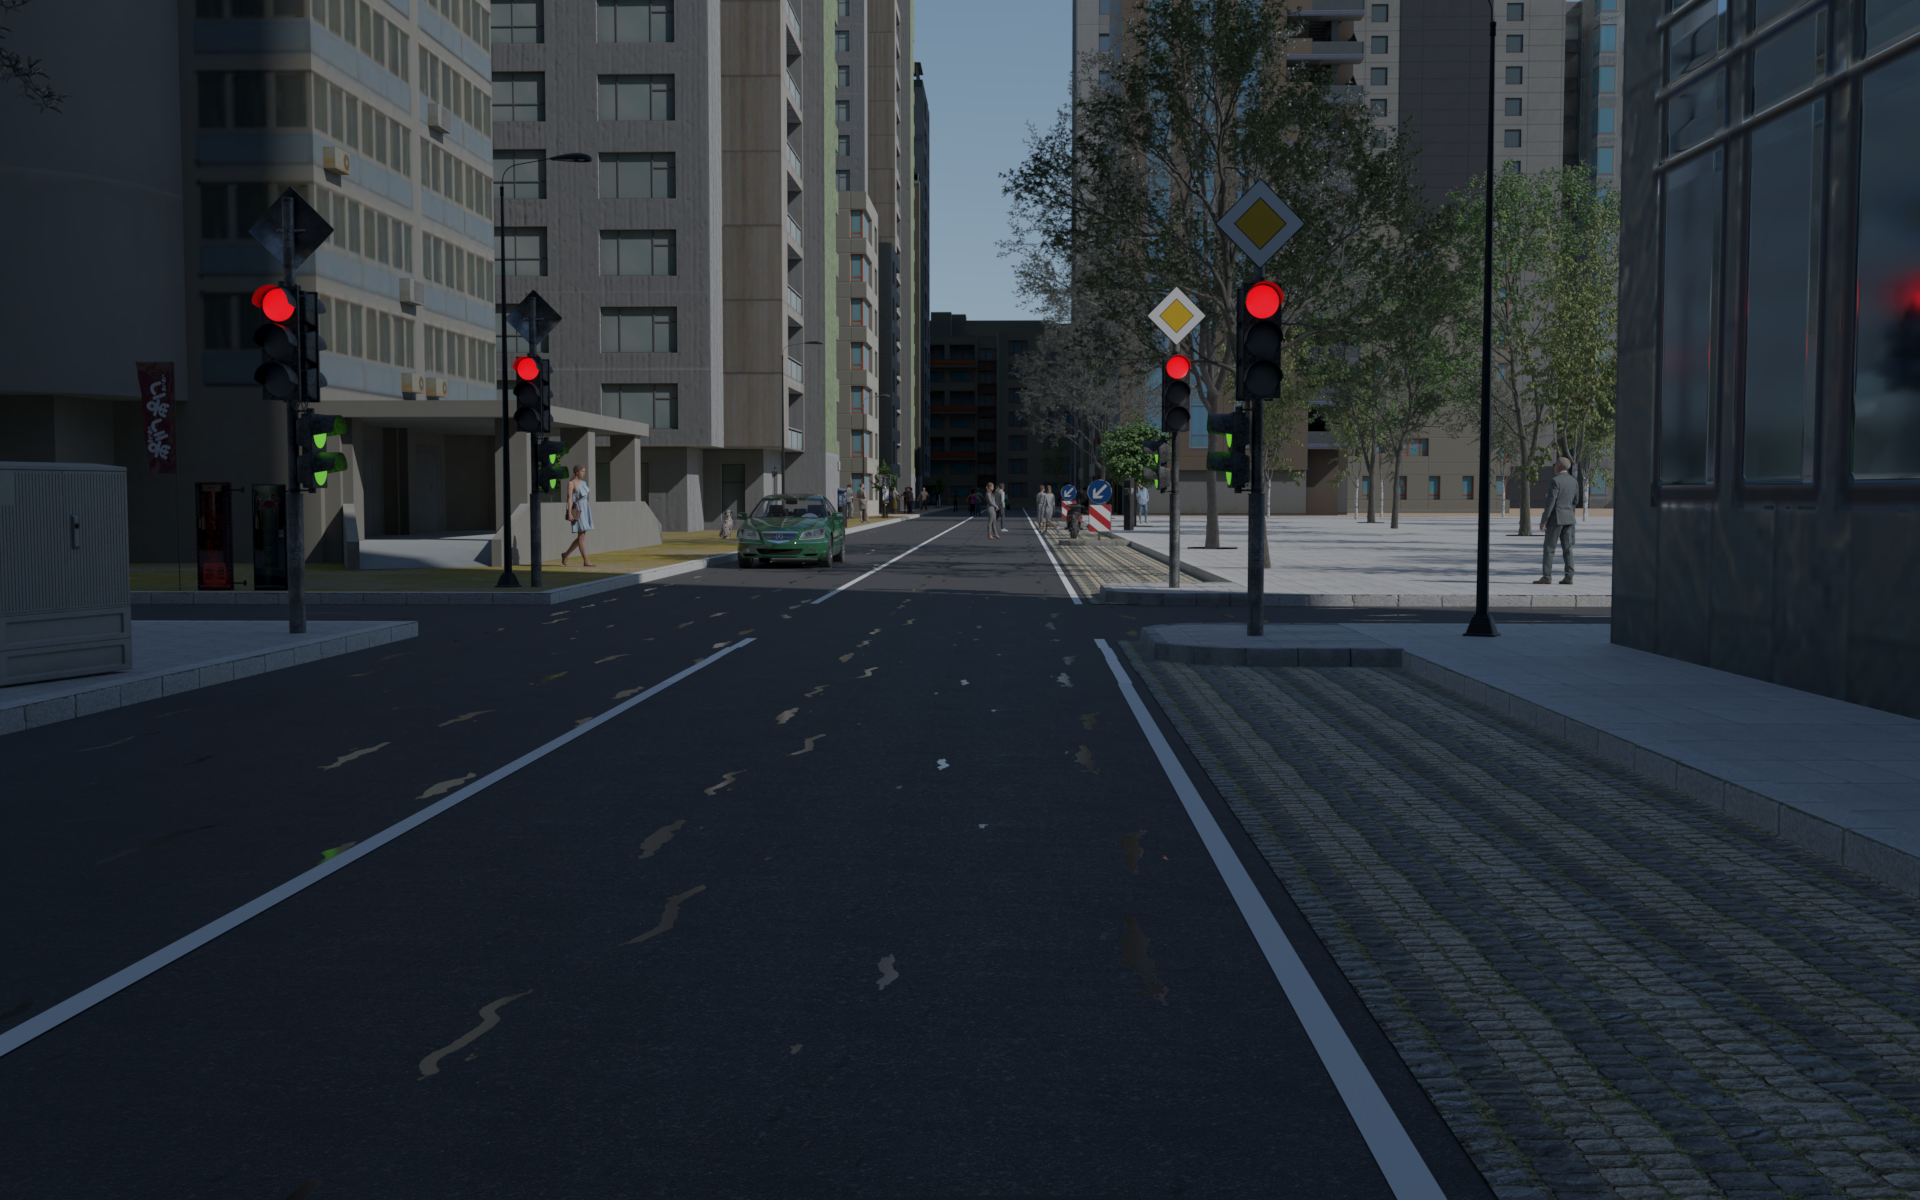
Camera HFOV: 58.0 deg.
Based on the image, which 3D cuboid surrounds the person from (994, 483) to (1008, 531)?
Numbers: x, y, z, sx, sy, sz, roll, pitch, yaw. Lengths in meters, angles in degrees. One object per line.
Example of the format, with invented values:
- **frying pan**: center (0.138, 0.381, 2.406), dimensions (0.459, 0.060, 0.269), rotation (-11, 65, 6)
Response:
- **person**: center (1.467, -3.564, 66.609), dimensions (0.795, 1.843, 0.661), rotation (-2, 4, -30)

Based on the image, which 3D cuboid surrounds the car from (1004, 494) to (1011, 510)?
- **car**: center (3.737, -9.276, 160.455), dimensions (1.959, 1.807, 4.718), rotation (0, 4, 1)

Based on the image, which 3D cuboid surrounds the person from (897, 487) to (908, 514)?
- **person**: center (-3.586, -6.559, 113.804), dimensions (1.217, 1.766, 0.721), rotation (2, 4, 33)

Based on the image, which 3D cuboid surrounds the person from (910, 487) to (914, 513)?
- **person**: center (-3.248, -6.828, 118.406), dimensions (0.721, 1.743, 1.217), rotation (0, 4, -6)

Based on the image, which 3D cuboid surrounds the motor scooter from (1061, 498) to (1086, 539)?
- **motor scooter**: center (3.637, -2.605, 55.366), dimensions (0.815, 1.314, 1.986), rotation (0, 4, 2)

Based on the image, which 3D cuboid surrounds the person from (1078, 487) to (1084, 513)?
- **person**: center (8.001, -6.617, 115.026), dimensions (0.445, 1.727, 0.742), rotation (-3, 5, -41)

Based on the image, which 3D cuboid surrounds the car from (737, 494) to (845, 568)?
- **car**: center (-3.382, -1.435, 35.253), dimensions (2.131, 1.459, 4.920), rotation (0, 4, 1)

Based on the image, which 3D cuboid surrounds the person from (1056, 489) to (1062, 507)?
- **person**: center (9.769, -9.995, 169.993), dimensions (0.617, 1.759, 0.750), rotation (0, 4, -8)

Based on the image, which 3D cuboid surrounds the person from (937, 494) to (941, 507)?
- **person**: center (-2.272, -10.340, 178.235), dimensions (0.621, 1.740, 0.551), rotation (-1, 4, -10)

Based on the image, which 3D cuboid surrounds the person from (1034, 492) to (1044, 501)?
- **person**: center (5.417, -6.346, 113.077), dimensions (1.217, 1.723, 0.721), rotation (0, 4, 1)

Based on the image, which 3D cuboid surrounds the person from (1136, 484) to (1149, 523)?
- **person**: center (7.973, -4.239, 75.622), dimensions (0.793, 1.790, 0.793), rotation (-3, 5, -42)

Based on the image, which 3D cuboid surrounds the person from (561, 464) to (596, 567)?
- **person**: center (-6.759, -1.490, 30.493), dimensions (0.778, 1.811, 0.616), rotation (2, 4, 26)

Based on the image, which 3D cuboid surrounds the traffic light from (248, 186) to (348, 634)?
- **traffic light**: center (-6.096, -1.648, 15.868), dimensions (0.839, 4.253, 0.868), rotation (0, 4, 2)

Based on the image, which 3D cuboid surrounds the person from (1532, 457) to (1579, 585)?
- **person**: center (8.476, -1.129, 24.674), dimensions (0.661, 1.801, 0.590), rotation (-2, 4, -31)

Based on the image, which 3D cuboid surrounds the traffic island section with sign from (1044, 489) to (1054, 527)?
- **traffic island section with sign**: center (4.596, -4.077, 75.291), dimensions (1.989, 1.847, 2.006), rotation (0, 4, 2)

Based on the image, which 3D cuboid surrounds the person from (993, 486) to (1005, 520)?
- **person**: center (2.116, -5.346, 95.266), dimensions (0.648, 1.900, 0.474), rotation (2, 4, 35)

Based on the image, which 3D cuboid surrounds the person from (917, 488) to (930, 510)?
- **person**: center (-2.870, -7.902, 135.788), dimensions (0.990, 1.755, 0.434), rotation (-1, 4, -9)

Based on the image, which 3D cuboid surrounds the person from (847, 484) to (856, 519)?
- **person**: center (-5.665, -5.109, 89.768), dimensions (0.583, 1.804, 0.606), rotation (1, 4, 16)

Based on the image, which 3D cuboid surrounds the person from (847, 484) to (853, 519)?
- **person**: center (-5.751, -5.022, 88.333), dimensions (0.592, 1.802, 0.473), rotation (0, 4, -8)

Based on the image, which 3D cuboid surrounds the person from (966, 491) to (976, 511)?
- **person**: center (0.907, -8.242, 144.086), dimensions (0.721, 1.723, 1.217), rotation (3, 5, 41)

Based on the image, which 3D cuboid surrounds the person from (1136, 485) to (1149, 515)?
- **person**: center (10.419, -5.849, 101.690), dimensions (1.348, 1.823, 0.705), rotation (1, 4, 12)

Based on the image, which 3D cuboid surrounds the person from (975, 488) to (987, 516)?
- **person**: center (1.232, -6.520, 115.181), dimensions (1.350, 1.814, 0.705), rotation (3, 4, 37)

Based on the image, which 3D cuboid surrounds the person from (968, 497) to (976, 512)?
- **person**: center (1.035, -8.088, 141.417), dimensions (1.217, 1.739, 0.721), rotation (-3, 5, -44)

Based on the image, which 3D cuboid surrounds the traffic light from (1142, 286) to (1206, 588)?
- **traffic light**: center (2.914, -2.120, 23.589), dimensions (0.839, 4.253, 0.868), rotation (0, 4, 2)

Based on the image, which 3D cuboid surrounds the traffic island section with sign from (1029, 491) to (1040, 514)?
- **traffic island section with sign**: center (6.181, -7.143, 125.421), dimensions (1.989, 1.847, 2.006), rotation (0, 4, 2)

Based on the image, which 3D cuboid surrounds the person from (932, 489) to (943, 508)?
- **person**: center (-2.130, -9.476, 161.801), dimensions (1.217, 1.723, 0.721), rotation (1, 4, 18)

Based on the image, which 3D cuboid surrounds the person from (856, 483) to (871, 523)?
- **person**: center (-4.303, -4.326, 77.120), dimensions (0.599, 1.781, 0.374), rotation (2, 4, 31)

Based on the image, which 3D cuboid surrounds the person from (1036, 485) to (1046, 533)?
- **person**: center (3.106, -3.380, 64.331), dimensions (0.480, 1.755, 0.524), rotation (2, 4, 29)

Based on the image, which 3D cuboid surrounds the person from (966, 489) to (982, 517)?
- **person**: center (0.863, -6.099, 108.905), dimensions (1.217, 1.739, 0.721), rotation (3, 5, 40)

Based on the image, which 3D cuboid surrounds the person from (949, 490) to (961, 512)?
- **person**: center (-0.404, -7.909, 138.525), dimensions (1.217, 1.735, 0.721), rotation (-2, 4, -34)

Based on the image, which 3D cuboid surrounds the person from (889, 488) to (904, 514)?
- **person**: center (-4.115, -6.302, 109.807), dimensions (1.217, 1.736, 0.721), rotation (2, 4, 31)

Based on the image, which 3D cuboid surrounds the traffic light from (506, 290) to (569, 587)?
- **traffic light**: center (-5.844, -2.136, 23.849), dimensions (0.839, 4.253, 0.868), rotation (0, 4, 2)

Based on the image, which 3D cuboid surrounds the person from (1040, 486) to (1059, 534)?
- **person**: center (3.197, -3.194, 61.470), dimensions (0.760, 1.731, 0.466), rotation (1, 4, 22)

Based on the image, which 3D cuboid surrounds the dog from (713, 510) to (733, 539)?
- **dog**: center (-6.858, -2.176, 49.950), dimensions (0.800, 0.831, 0.513), rotation (-2, 4, -32)

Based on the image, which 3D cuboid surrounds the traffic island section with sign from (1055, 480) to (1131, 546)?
- **traffic island section with sign**: center (3.750, -2.426, 48.287), dimensions (1.989, 1.847, 2.006), rotation (0, 4, 2)

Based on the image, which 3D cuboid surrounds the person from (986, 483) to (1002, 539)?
- **person**: center (1.081, -2.822, 54.912), dimensions (0.573, 1.790, 0.520), rotation (-1, 4, -12)

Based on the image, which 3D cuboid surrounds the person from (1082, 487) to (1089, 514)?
- **person**: center (8.172, -6.414, 111.699), dimensions (0.721, 1.735, 1.217), rotation (-2, 4, -24)

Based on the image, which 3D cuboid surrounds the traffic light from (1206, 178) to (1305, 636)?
- **traffic light**: center (2.661, -1.632, 15.607), dimensions (0.839, 4.253, 0.868), rotation (0, 4, 2)

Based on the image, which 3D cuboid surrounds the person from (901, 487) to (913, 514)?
- **person**: center (-3.417, -6.416, 111.472), dimensions (0.750, 1.759, 0.617), rotation (-1, 4, -20)
